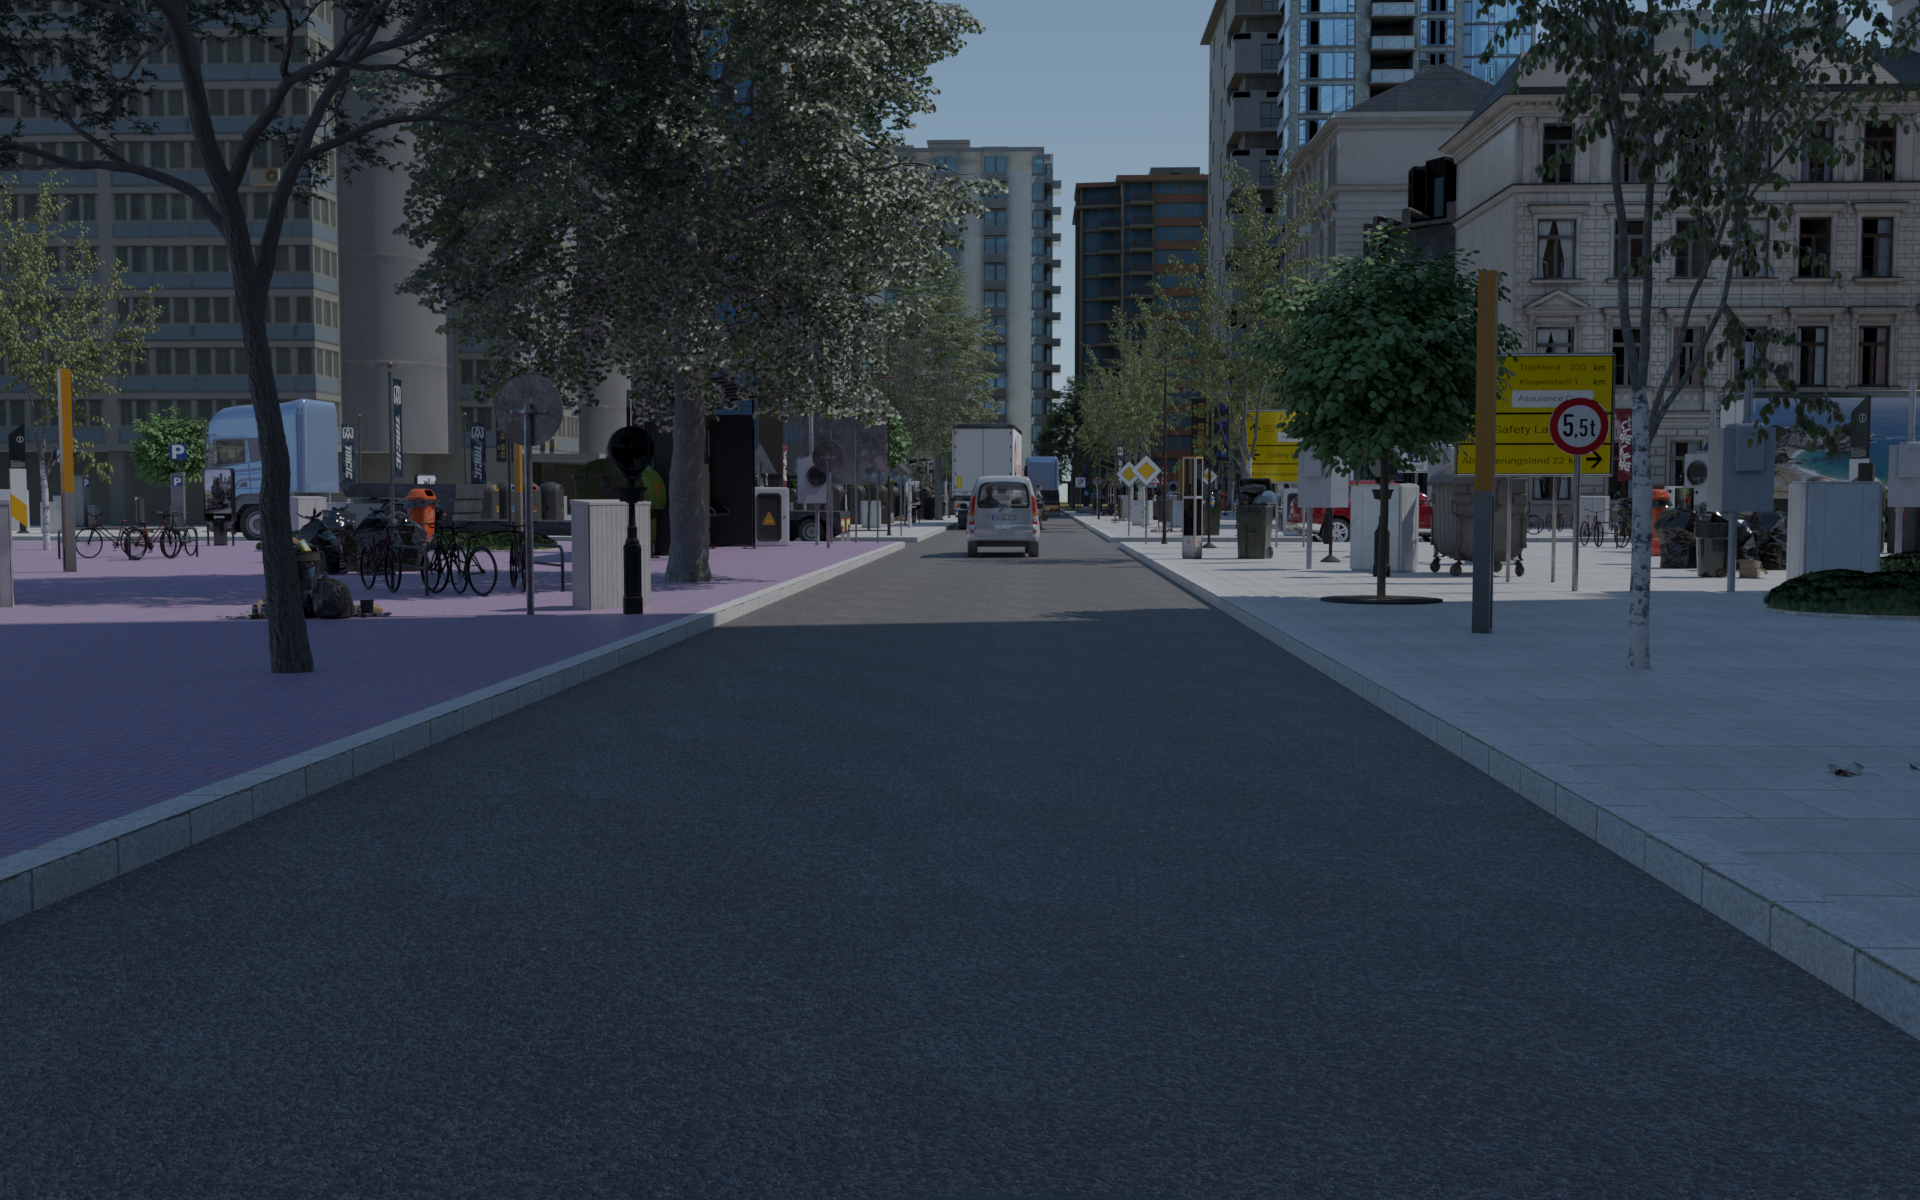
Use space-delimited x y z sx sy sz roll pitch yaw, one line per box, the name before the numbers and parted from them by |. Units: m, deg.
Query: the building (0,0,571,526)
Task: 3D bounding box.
building | -31.181 -23.659 78.699 32.217 40.220 23.993 0 4 2

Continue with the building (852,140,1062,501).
building | -1.518 -37.747 236.773 30.456 49.044 23.786 0 4 2

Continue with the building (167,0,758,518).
building | -30.184 -25.841 114.383 32.217 40.220 23.993 0 4 2

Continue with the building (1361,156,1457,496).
building | 30.145 -13.839 93.718 16.820 18.784 16.811 0 4 2

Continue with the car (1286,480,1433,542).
car | 11.660 -2.380 47.590 5.304 1.827 2.281 0 4 0

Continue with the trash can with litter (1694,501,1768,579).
trash can with litter | 11.848 -0.931 26.610 1.055 1.170 0.624 2 4 32

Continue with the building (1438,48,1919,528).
building | 30.204 -12.570 70.141 19.286 19.102 10.561 0 4 2

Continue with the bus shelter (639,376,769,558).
bus shelter | -5.442 -2.838 37.676 1.731 3.624 6.357 0 4 2

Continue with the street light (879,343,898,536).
street light | -2.191 -4.925 53.311 0.468 5.910 1.993 0 4 2

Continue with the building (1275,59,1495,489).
building | 29.175 -20.003 114.442 14.401 28.519 23.554 0 4 2

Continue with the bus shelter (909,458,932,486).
bus shelter | -2.911 -7.554 114.784 1.731 3.624 6.357 0 4 3

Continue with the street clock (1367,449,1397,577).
street clock | 6.544 -1.361 26.829 0.358 2.002 0.471 -2 4 -32

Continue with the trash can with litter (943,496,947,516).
trash can with litter | -1.302 -5.301 98.066 1.055 1.170 0.624 -1 4 -10

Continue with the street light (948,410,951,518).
street light | -0.585 -7.342 92.823 0.468 5.910 1.993 0 4 2

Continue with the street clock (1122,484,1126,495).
street clock | 10.516 -6.417 109.481 0.471 2.002 0.358 -1 4 -20

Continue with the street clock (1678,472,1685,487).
street clock | 24.108 -3.242 57.583 0.471 2.002 0.358 2 4 27

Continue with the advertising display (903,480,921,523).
advertising display | -2.126 -4.380 76.830 0.974 1.923 0.123 -3 5 -41

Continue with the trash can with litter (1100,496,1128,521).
trash can with litter | 7.752 -4.357 82.294 1.678 1.210 2.233 1 4 12

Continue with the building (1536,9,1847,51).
building | 71.112 -33.946 174.622 30.456 49.044 23.786 0 4 2

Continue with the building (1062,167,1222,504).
building | 28.097 -35.480 234.714 28.867 44.769 22.147 0 4 2

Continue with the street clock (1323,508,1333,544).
street clock | 9.443 -2.435 44.380 0.471 2.002 0.358 2 4 31

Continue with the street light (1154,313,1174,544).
street light | 5.242 -4.372 44.263 0.468 5.910 1.993 0 4 2

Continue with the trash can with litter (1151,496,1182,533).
trash can with litter | 7.292 -2.881 58.166 2.233 1.210 1.678 -1 4 -21

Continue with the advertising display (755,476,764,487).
advertising display | -7.385 -3.580 63.741 0.123 1.923 0.974 1 4 9

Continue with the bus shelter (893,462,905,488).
bus shelter | -4.263 -6.424 96.314 1.731 3.624 6.357 0 4 3

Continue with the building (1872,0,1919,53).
building | 52.109 -17.317 70.518 23.554 28.519 14.401 0 4 2

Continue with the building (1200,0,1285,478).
building | 39.666 -35.772 174.111 28.713 52.752 27.495 0 4 2

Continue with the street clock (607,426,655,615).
street clock | -3.499 -0.850 18.475 0.471 2.002 0.358 -1 4 -20

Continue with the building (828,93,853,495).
building | -22.256 -45.340 179.561 20.611 71.187 20.563 0 4 2

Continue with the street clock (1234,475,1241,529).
street clock | 10.336 -3.649 64.233 0.358 2.002 0.471 0 4 3

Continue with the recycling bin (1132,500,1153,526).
recycling bin | 7.424 -3.544 70.492 0.722 1.027 0.722 1 4 18

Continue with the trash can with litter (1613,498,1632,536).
trash can with litter | 20.455 -2.525 52.670 1.055 1.170 0.624 -1 4 -22

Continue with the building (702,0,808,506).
building | -19.769 -29.682 135.413 14.600 45.320 14.200 0 4 2

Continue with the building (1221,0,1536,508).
building | 35.018 -50.849 144.056 22.319 86.520 31.000 0 4 2

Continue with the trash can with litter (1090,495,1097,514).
trash can with litter | 8.802 -6.010 109.316 1.678 1.210 2.233 1 4 11

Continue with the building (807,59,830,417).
building | -19.037 -28.504 149.636 14.154 41.232 14.086 0 4 2

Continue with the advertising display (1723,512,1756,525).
advertising display | 17.234 -2.046 38.660 0.974 1.923 0.123 2 4 35

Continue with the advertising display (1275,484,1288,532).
advertising display | 10.961 -3.297 59.115 0.123 1.923 0.974 -1 4 -8

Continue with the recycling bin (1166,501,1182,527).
recycling bin | 8.296 -3.327 66.955 0.722 1.027 0.722 0 4 -7

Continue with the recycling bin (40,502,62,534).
recycling bin | -29.499 -2.683 56.419 0.722 1.027 0.722 -1 4 -20

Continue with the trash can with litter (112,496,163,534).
trash can with litter | -26.922 -2.778 56.483 1.678 1.210 2.233 -1 4 -16

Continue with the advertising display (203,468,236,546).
advertising display | -18.392 -2.313 43.030 0.974 1.923 0.123 2 4 24

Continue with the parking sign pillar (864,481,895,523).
parking sign pillar | -3.591 -5.346 75.873 1.447 3.967 1.447 1 4 14

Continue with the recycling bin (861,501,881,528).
recycling bin | -3.398 -3.264 65.923 0.722 1.027 0.722 0 4 -8

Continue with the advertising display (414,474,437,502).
advertising display | -17.270 -3.107 56.018 0.123 1.923 0.974 1 4 22

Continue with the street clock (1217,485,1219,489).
street clock | 18.022 -7.156 121.575 0.358 2.002 0.471 0 4 -2

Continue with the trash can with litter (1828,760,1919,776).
trash can with litter | 4.973 0.226 7.355 2.233 1.210 1.678 3 5 43
